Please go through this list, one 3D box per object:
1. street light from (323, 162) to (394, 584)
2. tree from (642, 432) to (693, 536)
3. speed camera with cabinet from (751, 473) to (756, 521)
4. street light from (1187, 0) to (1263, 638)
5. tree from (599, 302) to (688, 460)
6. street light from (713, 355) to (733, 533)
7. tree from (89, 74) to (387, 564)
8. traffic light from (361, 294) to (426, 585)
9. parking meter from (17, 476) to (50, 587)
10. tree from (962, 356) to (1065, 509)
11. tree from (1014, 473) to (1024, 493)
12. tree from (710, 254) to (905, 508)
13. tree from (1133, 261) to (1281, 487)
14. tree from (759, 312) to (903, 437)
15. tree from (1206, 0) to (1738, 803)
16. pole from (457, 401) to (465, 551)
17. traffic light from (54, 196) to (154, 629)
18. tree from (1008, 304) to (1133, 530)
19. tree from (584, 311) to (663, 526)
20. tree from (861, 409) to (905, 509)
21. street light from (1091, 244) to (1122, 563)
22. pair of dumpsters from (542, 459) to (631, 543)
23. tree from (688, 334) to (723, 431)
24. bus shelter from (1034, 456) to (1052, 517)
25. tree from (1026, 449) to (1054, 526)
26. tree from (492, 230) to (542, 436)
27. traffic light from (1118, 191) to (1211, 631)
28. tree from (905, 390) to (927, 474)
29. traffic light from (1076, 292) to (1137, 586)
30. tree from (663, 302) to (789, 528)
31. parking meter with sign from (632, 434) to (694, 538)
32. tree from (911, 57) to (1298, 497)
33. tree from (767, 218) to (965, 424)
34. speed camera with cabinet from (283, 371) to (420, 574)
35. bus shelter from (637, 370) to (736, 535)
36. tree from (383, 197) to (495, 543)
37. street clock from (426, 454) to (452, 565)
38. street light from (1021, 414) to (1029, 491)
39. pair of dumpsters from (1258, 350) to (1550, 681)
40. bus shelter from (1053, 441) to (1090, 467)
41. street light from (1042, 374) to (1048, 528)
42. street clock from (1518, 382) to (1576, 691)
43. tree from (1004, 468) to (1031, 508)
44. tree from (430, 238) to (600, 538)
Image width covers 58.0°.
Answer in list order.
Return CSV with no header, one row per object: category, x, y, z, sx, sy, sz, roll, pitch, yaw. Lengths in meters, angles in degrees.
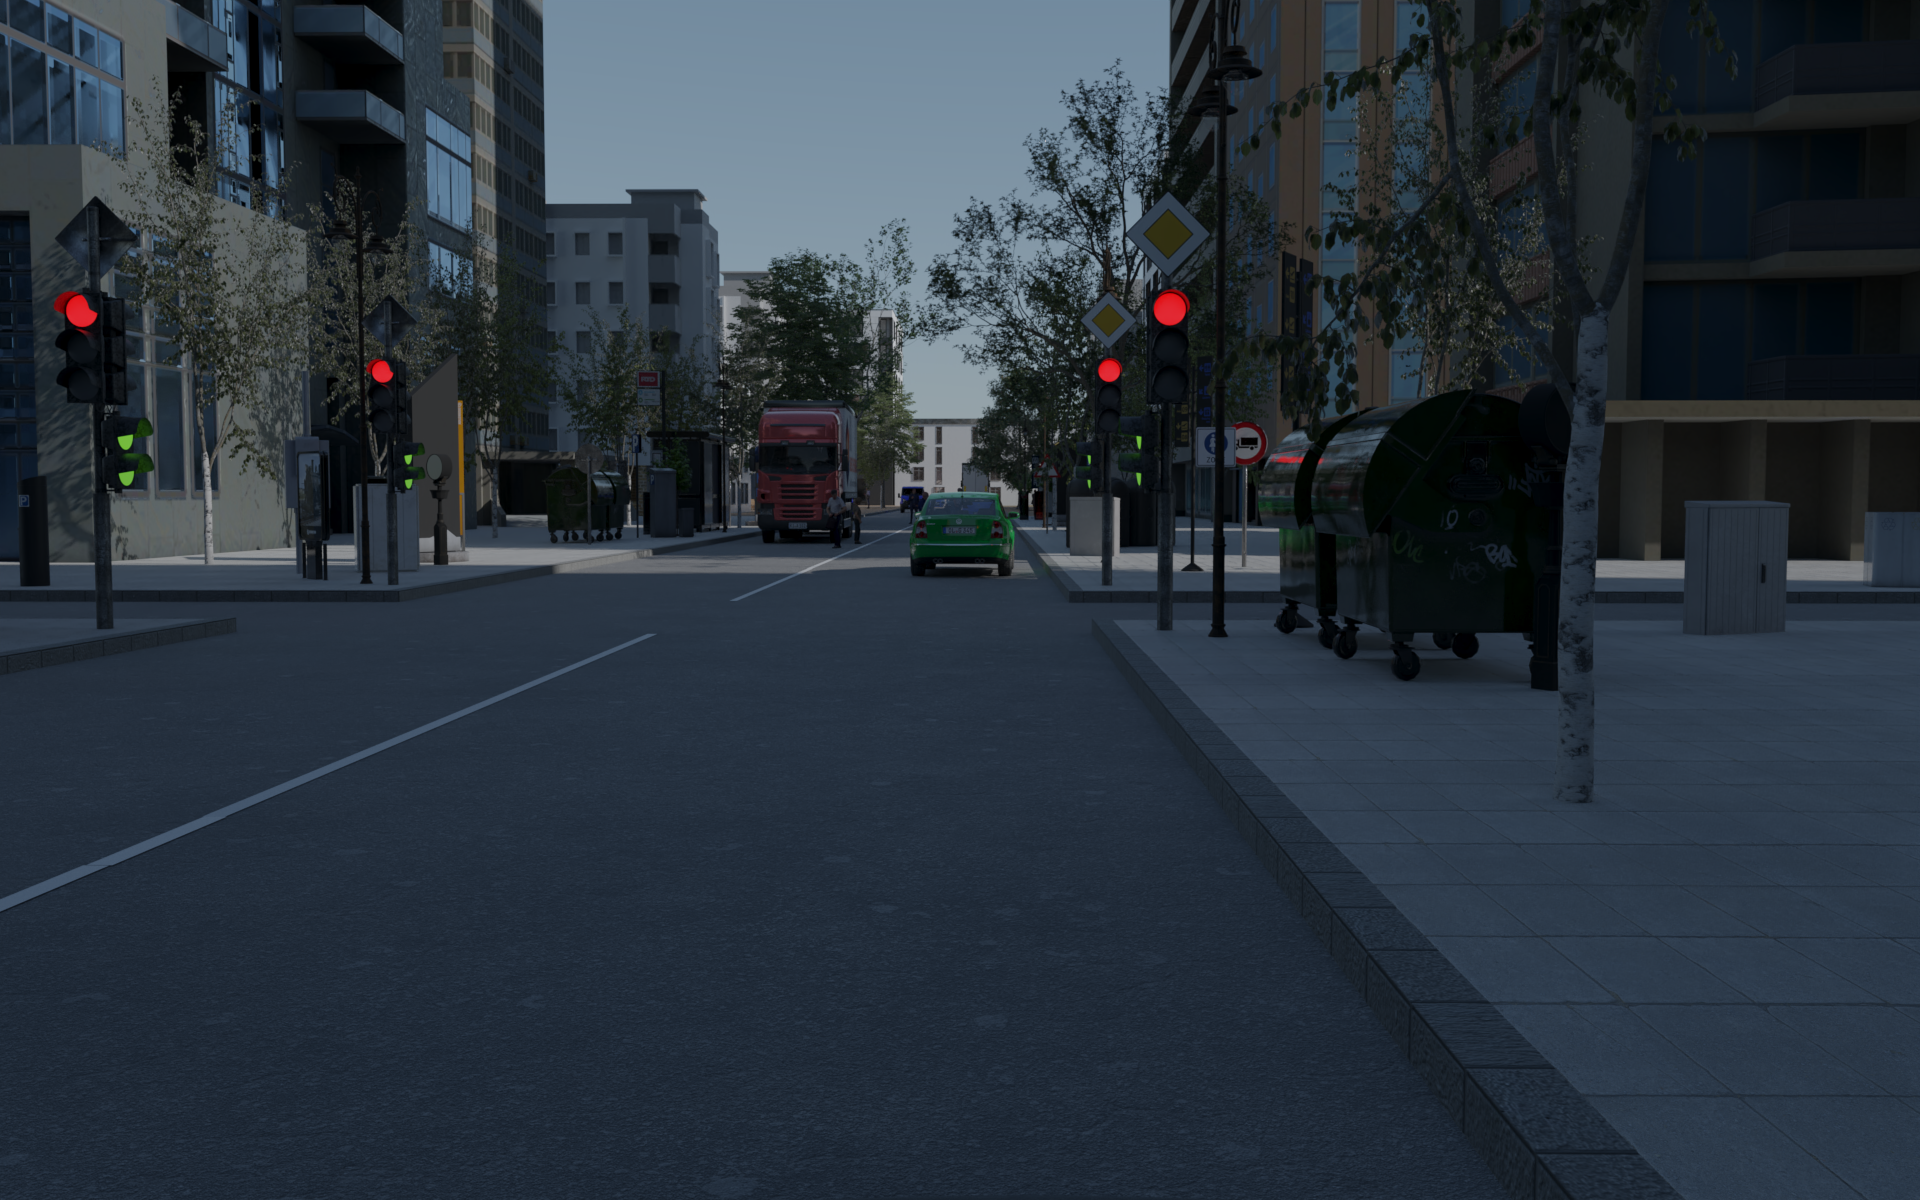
street light,-8.497,-3.170,24.613,0.468,5.910,1.993,0,4,1
tree,-8.628,-3.580,53.141,1.663,3.219,1.824,0,3,0
speed camera with cabinet,-8.184,-5.006,76.181,2.038,3.252,0.660,2,4,25
street light,2.320,-2.606,15.391,0.468,5.910,1.993,0,4,1
tree,-13.325,-7.060,65.793,4.737,8.622,4.395,0,3,0
street light,-7.853,-5.188,57.606,0.468,5.910,1.993,0,4,1
tree,-13.467,-4.953,31.343,4.360,8.622,3.978,0,3,0
traffic light,-7.995,-2.168,24.361,0.839,4.253,0.868,0,4,1
parking meter,-12.909,-0.962,24.133,0.372,1.533,0.369,0,3,0
tree,4.965,-13.917,144.543,9.611,12.733,9.660,0,3,0
tree,5.190,-8.468,133.048,1.663,3.219,1.824,0,3,0
tree,-7.829,-10.041,82.300,7.486,12.596,7.792,0,3,0
tree,8.127,-6.348,54.145,4.737,8.622,4.395,0,3,0
tree,-7.391,-10.498,97.403,9.928,11.665,9.643,0,3,0
tree,2.628,-3.478,7.234,4.360,8.622,3.978,0,3,0
pole,-10.957,-2.695,37.911,0.158,3.312,0.155,0,3,0
traffic light,-8.126,-1.679,16.377,0.839,4.253,0.868,0,4,1
tree,3.576,-6.767,61.002,4.737,8.622,4.395,0,3,0
tree,-13.453,-7.333,70.250,4.360,8.622,3.978,0,3,0
tree,-6.812,-12.181,149.516,4.360,8.622,3.978,0,3,0
street light,2.716,-3.637,32.245,0.468,5.910,1.993,0,4,1
pair of dumpsters,-10.122,-2.721,46.989,1.574,2.255,4.437,0,4,1
tree,-12.161,-7.619,74.927,4.737,8.622,4.395,0,3,0
bus shelter,5.057,-6.094,93.556,2.014,3.302,5.546,0,4,1
tree,3.815,-4.671,70.967,1.663,3.219,1.824,0,3,0
tree,-13.166,-5.820,45.523,4.360,8.622,3.978,0,3,0
traffic light,1.914,-1.670,16.228,0.839,4.253,0.868,0,4,1
tree,-6.867,-14.692,158.340,7.486,12.596,7.792,0,3,0
traffic light,2.045,-2.158,24.212,0.839,4.253,0.868,0,4,1
tree,-8.626,-7.046,65.561,4.360,8.622,3.978,0,3,0
parking meter with sign,-8.725,-3.347,50.990,1.738,3.016,0.543,-2,4,-32
tree,2.969,-6.337,38.022,8.767,10.594,7.601,0,4,6
tree,-6.410,-16.056,118.405,12.611,20.169,13.585,0,3,0
speed camera with cabinet,-9.963,-2.081,28.357,2.038,3.252,0.660,-2,4,-23
bus shelter,-9.352,-4.973,58.938,2.179,5.291,8.768,0,4,1
tree,-13.559,-5.485,40.046,4.360,8.622,3.978,0,3,0
street clock,-9.394,-1.634,31.291,0.471,2.002,0.358,3,4,37
street light,3.701,-7.696,98.612,0.468,5.910,1.993,0,4,1
pair of dumpsters,3.503,-0.693,13.823,1.574,2.255,4.437,0,4,1
bus shelter,5.240,-5.411,79.749,1.731,3.624,6.357,0,4,1
street light,3.182,-5.655,65.241,0.468,5.910,1.993,0,4,1
street clock,3.889,-0.413,11.324,0.471,2.002,0.358,-2,4,-28
tree,5.666,-11.027,164.005,4.285,4.588,4.351,0,3,0
tree,-13.574,-6.127,50.534,4.737,8.622,4.395,0,3,0
